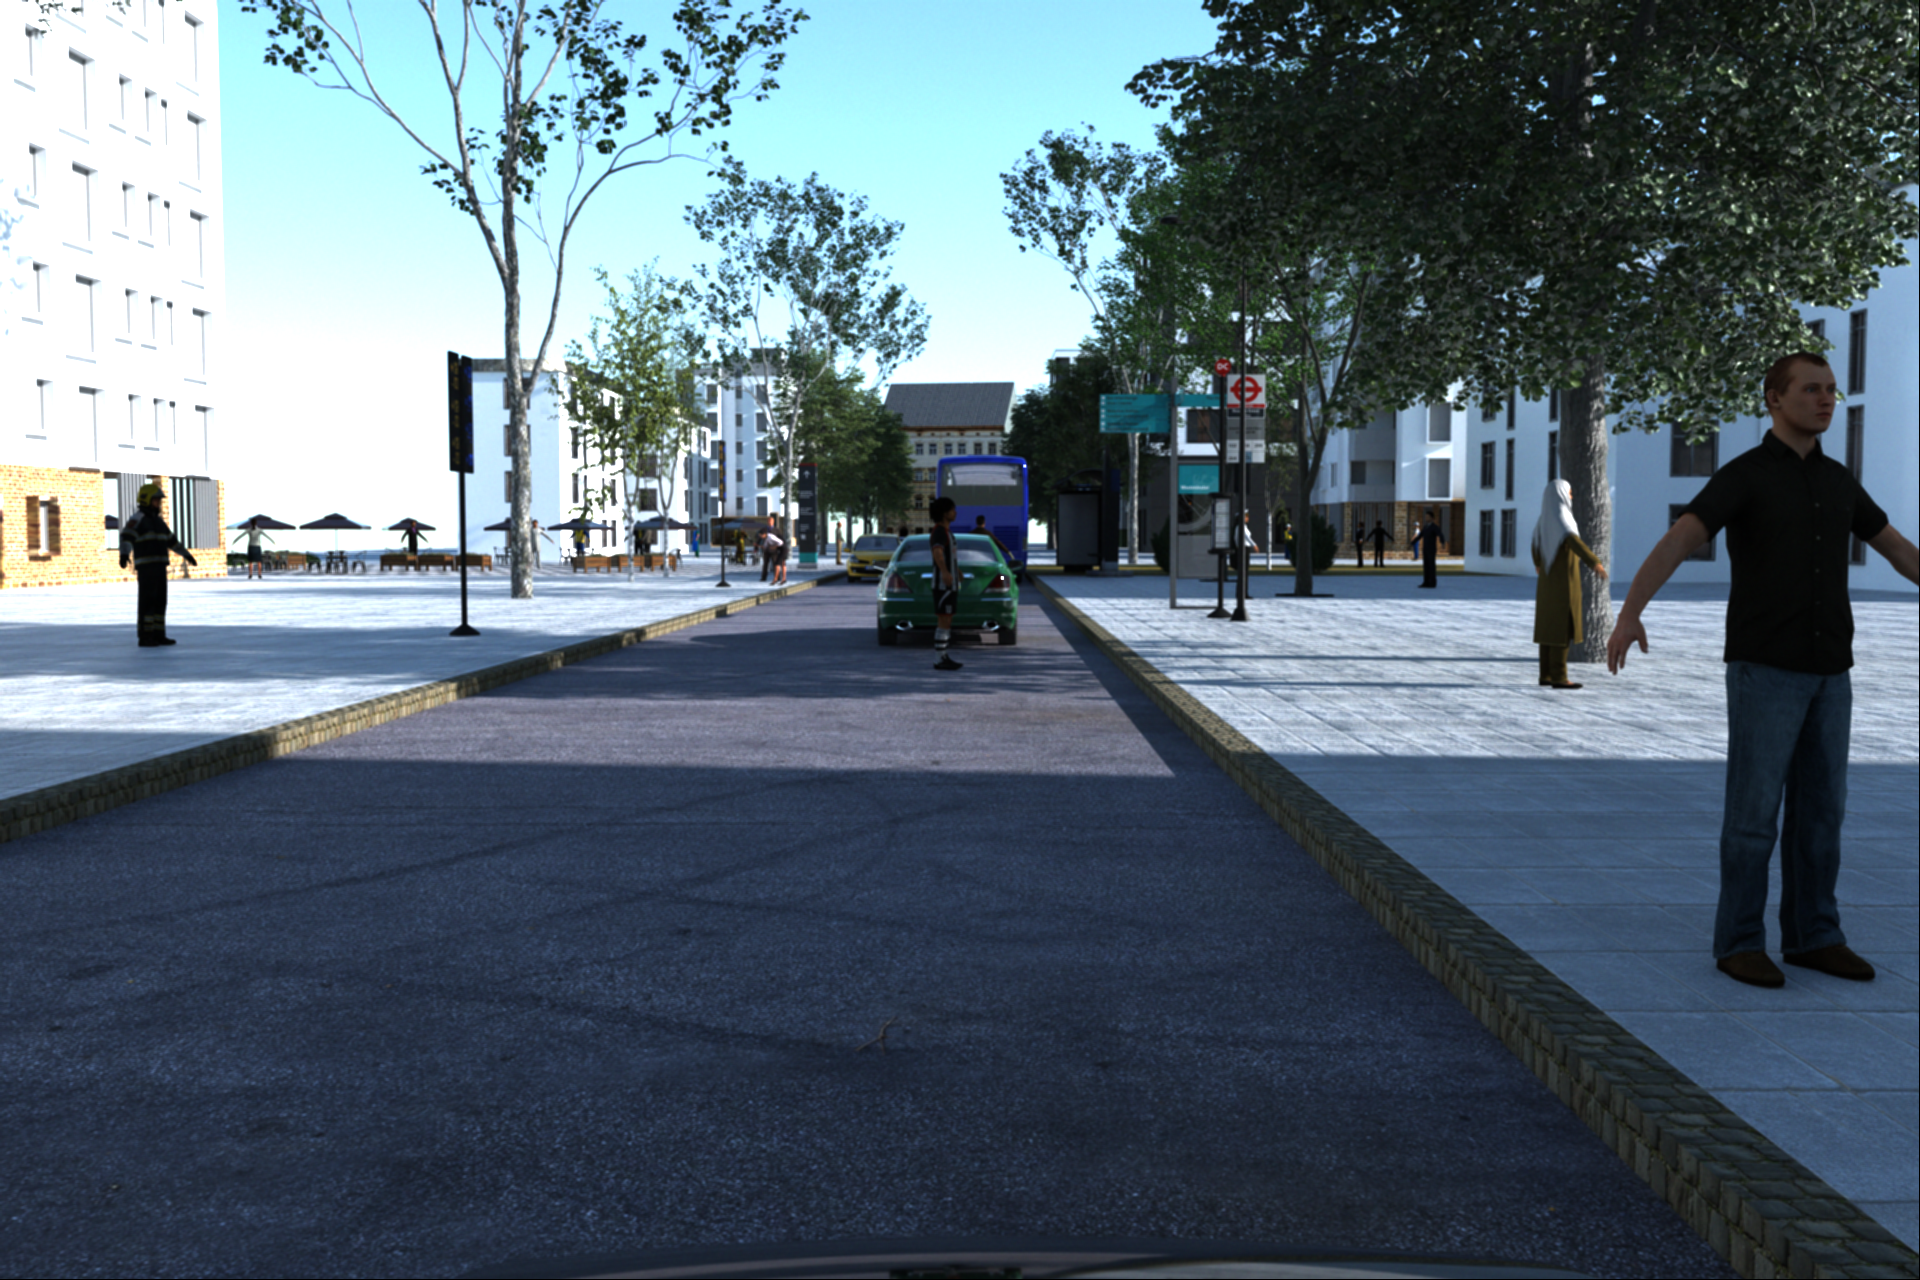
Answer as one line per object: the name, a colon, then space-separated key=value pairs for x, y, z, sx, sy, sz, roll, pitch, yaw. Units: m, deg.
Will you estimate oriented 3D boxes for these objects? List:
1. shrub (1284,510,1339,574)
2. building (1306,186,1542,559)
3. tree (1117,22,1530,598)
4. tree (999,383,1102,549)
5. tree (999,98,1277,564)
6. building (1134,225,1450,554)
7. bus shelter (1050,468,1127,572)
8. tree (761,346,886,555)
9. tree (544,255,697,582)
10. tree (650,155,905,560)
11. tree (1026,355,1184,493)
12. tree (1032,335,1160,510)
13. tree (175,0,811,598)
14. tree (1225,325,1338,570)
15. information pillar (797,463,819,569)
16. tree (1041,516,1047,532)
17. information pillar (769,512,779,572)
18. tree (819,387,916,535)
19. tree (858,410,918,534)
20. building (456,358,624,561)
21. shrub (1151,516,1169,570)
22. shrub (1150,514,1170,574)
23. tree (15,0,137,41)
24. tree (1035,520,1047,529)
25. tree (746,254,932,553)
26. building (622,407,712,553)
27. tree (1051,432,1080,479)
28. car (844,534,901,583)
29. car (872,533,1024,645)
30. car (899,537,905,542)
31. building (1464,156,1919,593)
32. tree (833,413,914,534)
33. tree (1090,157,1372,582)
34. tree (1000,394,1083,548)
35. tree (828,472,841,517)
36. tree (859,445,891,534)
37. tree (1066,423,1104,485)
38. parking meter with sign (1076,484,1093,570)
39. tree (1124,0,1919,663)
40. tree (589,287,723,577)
shrub: x=11.232 y=-3.134 z=55.287 sx=1.661 sy=2.075 sz=1.752 roll=0 pitch=3 yaw=0
building: x=25.018 y=-14.886 z=99.809 sx=16.016 sy=20.090 sz=11.380 roll=0 pitch=4 yaw=0
tree: x=7.235 y=-6.700 z=35.302 sx=9.928 sy=11.665 sz=9.643 roll=0 pitch=3 yaw=0
tree: x=7.621 y=-14.592 z=145.229 sx=9.857 sy=13.997 sz=8.962 roll=0 pitch=3 yaw=0
tree: x=8.887 y=-13.308 z=73.471 sx=12.611 sy=20.169 sz=13.585 roll=0 pitch=3 yaw=0
building: x=26.655 y=-17.431 z=128.972 sx=27.936 sy=21.610 sz=32.646 roll=0 pitch=4 yaw=1
bus shelter: x=4.055 y=-3.782 z=55.752 sx=2.014 sy=3.302 sz=5.546 roll=0 pitch=4 yaw=-1
tree: x=-8.400 y=-11.454 z=105.396 sx=7.486 sy=12.596 sz=7.792 roll=0 pitch=3 yaw=0
tree: x=-8.872 y=-5.857 z=46.133 sx=4.737 sy=8.622 sz=4.395 roll=0 pitch=3 yaw=0
tree: x=-9.225 y=-14.132 z=86.955 sx=12.611 sy=20.169 sz=13.585 roll=0 pitch=3 yaw=0
tree: x=7.495 y=-9.496 z=89.668 sx=8.767 sy=10.594 sz=7.601 roll=0 pitch=4 yaw=8
tree: x=7.673 y=-11.047 z=98.740 sx=7.486 sy=12.596 sz=7.792 roll=0 pitch=3 yaw=0
tree: x=-9.292 y=-10.811 z=32.646 sx=12.611 sy=20.169 sz=13.585 roll=0 pitch=3 yaw=0
tree: x=10.826 y=-6.815 z=61.792 sx=4.360 sy=8.622 sz=3.978 roll=0 pitch=3 yaw=0
information pillar: x=-5.585 y=-4.542 z=63.637 sx=0.750 sy=3.857 sz=0.750 roll=0 pitch=3 yaw=0
tree: x=12.508 y=-17.954 z=243.911 sx=4.737 sy=8.622 sz=4.395 roll=0 pitch=3 yaw=0
information pillar: x=-6.325 y=-3.329 z=58.923 sx=0.304 sy=2.012 sz=0.304 roll=0 pitch=4 yaw=1
tree: x=-7.236 y=-13.189 z=133.759 sx=7.486 sy=12.596 sz=7.792 roll=0 pitch=3 yaw=0
tree: x=-7.205 y=-14.676 z=158.071 sx=7.486 sy=12.596 sz=7.792 roll=0 pitch=3 yaw=0
building: x=-23.257 y=-9.469 z=96.958 sx=9.099 sy=9.664 sz=28.070 roll=0 pitch=4 yaw=1
shrub: x=7.434 y=-3.407 z=60.127 sx=1.690 sy=2.028 sz=1.600 roll=0 pitch=3 yaw=0
shrub: x=6.829 y=-3.059 z=54.053 sx=1.661 sy=2.075 sz=1.752 roll=0 pitch=3 yaw=0
tree: x=-8.913 y=-6.021 z=8.813 sx=12.009 sy=13.543 sz=11.850 roll=0 pitch=3 yaw=0
tree: x=13.946 y=-20.382 z=251.364 sx=7.486 sy=12.596 sz=7.792 roll=0 pitch=3 yaw=0
tree: x=-9.117 y=-16.091 z=118.973 sx=12.611 sy=20.169 sz=13.585 roll=0 pitch=3 yaw=0
building: x=-22.924 y=-11.401 z=128.549 sx=9.099 sy=9.664 sz=28.070 roll=0 pitch=4 yaw=0
tree: x=7.569 y=-10.567 z=123.128 sx=4.360 sy=8.622 sz=3.978 roll=0 pitch=3 yaw=0
car: x=-2.458 y=-2.569 z=52.228 sx=2.015 sy=1.641 sz=3.980 roll=0 pitch=4 yaw=1
car: x=-0.166 y=-0.730 z=23.738 sx=2.131 sy=1.459 sz=4.920 roll=0 pitch=4 yaw=0
car: x=-1.906 y=-2.901 z=60.007 sx=1.945 sy=1.354 sz=3.894 roll=0 pitch=4 yaw=0
building: x=21.748 y=-6.329 z=45.628 sx=9.099 sy=9.664 sz=28.070 roll=0 pitch=4 yaw=0
tree: x=-7.809 y=-13.580 z=147.793 sx=9.928 sy=11.665 sz=9.643 roll=0 pitch=3 yaw=0
tree: x=7.204 y=-7.374 z=46.320 sx=9.928 sy=11.665 sz=9.643 roll=0 pitch=3 yaw=0
tree: x=8.515 y=-15.299 z=156.800 sx=9.857 sy=13.997 sz=8.962 roll=0 pitch=3 yaw=0
tree: x=-20.661 y=-20.822 z=250.806 sx=12.009 sy=13.543 sz=11.850 roll=0 pitch=3 yaw=0
tree: x=-7.029 y=-11.679 z=141.319 sx=4.360 sy=8.622 sz=3.978 roll=0 pitch=3 yaw=0
tree: x=7.853 y=-9.847 z=111.363 sx=4.360 sy=8.622 sz=3.978 roll=0 pitch=3 yaw=0
parking meter with sign: x=4.358 y=-3.894 z=59.929 sx=0.543 sy=3.016 sz=1.738 roll=0 pitch=4 yaw=-1
tree: x=6.291 y=-6.751 z=17.041 sx=9.857 sy=13.997 sz=8.962 roll=0 pitch=3 yaw=0
tree: x=-8.743 y=-6.186 z=51.498 sx=4.360 sy=8.622 sz=3.978 roll=0 pitch=3 yaw=0
